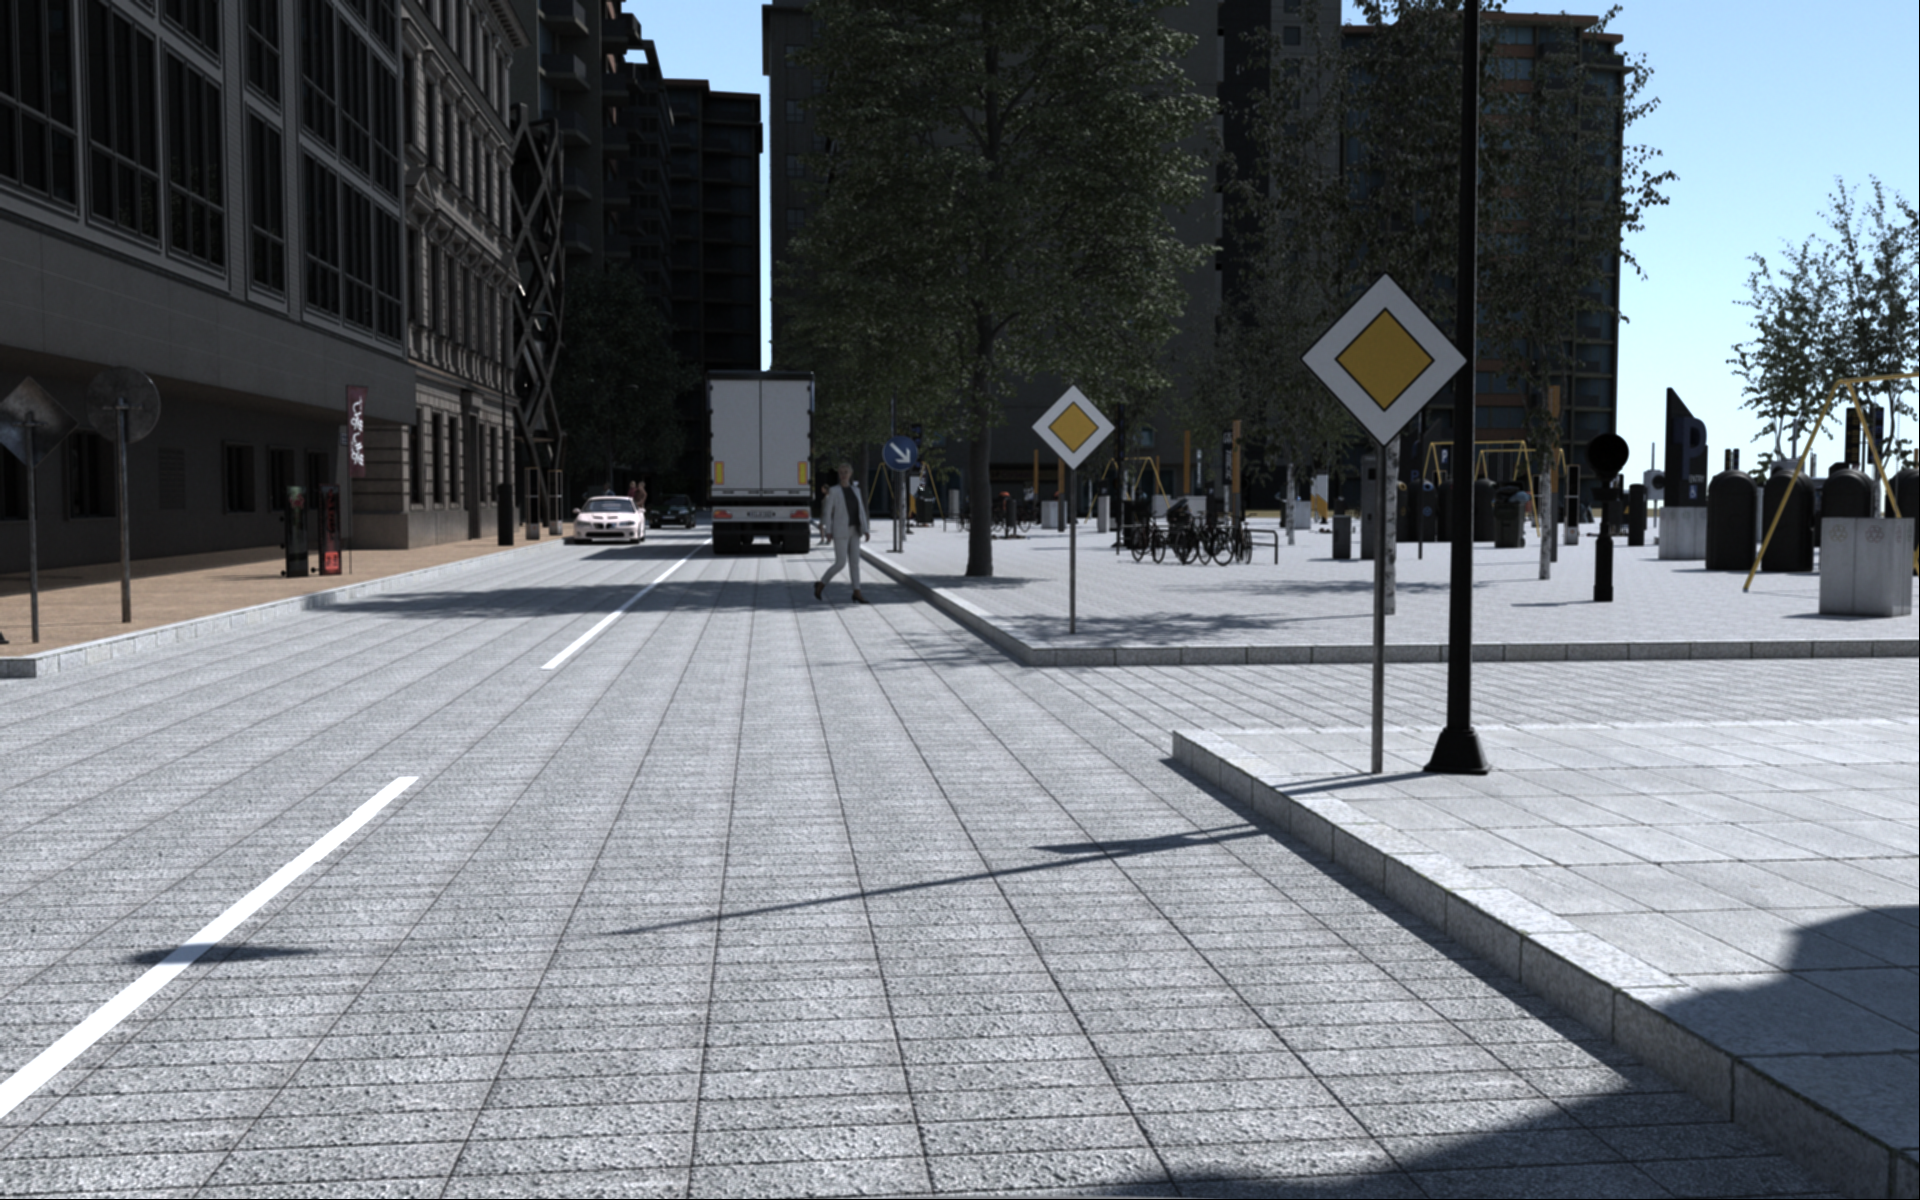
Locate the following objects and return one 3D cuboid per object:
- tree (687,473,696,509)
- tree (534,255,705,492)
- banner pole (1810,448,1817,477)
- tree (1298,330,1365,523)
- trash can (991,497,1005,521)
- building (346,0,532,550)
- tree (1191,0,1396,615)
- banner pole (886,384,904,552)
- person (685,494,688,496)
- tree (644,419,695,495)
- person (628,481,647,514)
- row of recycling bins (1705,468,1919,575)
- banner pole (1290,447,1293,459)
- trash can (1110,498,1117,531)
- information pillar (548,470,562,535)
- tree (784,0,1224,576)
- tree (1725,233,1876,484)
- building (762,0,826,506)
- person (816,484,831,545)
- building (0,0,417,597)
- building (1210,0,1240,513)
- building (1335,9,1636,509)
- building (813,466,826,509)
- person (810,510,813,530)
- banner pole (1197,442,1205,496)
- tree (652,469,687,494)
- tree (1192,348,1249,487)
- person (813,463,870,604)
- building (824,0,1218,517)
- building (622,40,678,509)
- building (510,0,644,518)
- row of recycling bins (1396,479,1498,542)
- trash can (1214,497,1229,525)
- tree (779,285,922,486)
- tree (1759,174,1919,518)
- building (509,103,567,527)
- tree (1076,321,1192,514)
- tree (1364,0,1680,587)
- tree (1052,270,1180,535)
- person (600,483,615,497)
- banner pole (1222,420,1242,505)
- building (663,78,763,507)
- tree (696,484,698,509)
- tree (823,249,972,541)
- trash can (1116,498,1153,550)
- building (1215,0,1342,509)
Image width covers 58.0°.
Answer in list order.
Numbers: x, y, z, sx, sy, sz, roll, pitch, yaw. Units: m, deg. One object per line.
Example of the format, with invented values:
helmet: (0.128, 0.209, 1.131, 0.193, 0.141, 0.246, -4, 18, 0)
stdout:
tree: (-21.808, -8.569, 134.712, 1.663, 3.219, 1.824, 0, 3, 0)
tree: (-17.033, -10.189, 83.591, 9.611, 12.733, 9.660, 0, 3, 0)
banner pole: (46.462, -6.383, 94.385, 0.863, 3.779, 0.401, -3, 5, -40)
tree: (16.092, -7.730, 76.748, 4.737, 8.622, 4.395, 0, 3, 0)
trash can: (1.672, -4.083, 78.414, 0.748, 1.137, 0.748, 0, 3, 0)
building: (-18.412, -11.208, 47.871, 10.561, 19.102, 19.286, 0, 4, -6)
tree: (4.562, -4.165, 18.463, 4.360, 8.622, 3.978, 0, 3, 0)
banner pole: (-1.472, -2.963, 38.455, 0.401, 3.779, 0.863, -1, 4, -9)
person: (-16.764, -5.751, 105.748, 0.599, 1.433, 0.991, 0, 4, -6)
tree: (-21.629, -10.742, 125.995, 4.737, 8.622, 4.395, 0, 3, 0)
person: (-10.056, -2.777, 53.885, 0.580, 1.828, 0.573, -1, 4, -19)
row of recycling bins: (14.140, -1.306, 28.471, 3.534, 1.692, 1.069, 3, 4, 36)
banner pole: (16.010, -5.728, 83.663, 0.401, 3.779, 0.863, 0, 4, 0)
trash can: (5.327, -2.938, 59.693, 0.748, 1.137, 0.748, 0, 3, 0)
information pillar: (-12.574, -3.017, 53.819, 0.304, 2.012, 0.304, 1, 4, 18)
tree: (0.622, -6.665, 27.105, 7.486, 12.596, 7.792, 0, 3, 0)
tree: (24.117, -6.096, 50.037, 4.737, 8.622, 4.395, 0, 3, 0)
building: (-7.603, -36.698, 189.248, 27.495, 52.752, 28.713, 0, 4, -6)
person: (-3.755, -2.392, 48.608, 0.522, 1.701, 0.512, 0, 4, 2)
building: (-17.857, -14.215, 25.924, 14.314, 27.812, 24.014, 0, 4, -6)
building: (3.941, -33.097, 130.380, 28.713, 52.752, 27.495, 0, 4, -6)
building: (46.233, -30.908, 159.973, 28.867, 44.769, 22.147, 0, 4, -6)
building: (-2.712, -43.778, 154.019, 20.563, 71.187, 20.611, 0, 4, -6)
person: (-6.239, -3.698, 69.151, 0.728, 1.800, 0.709, 1, 4, 14)
banner pole: (11.596, -5.715, 83.455, 0.401, 3.779, 0.863, 3, 4, 37)
tree: (-20.471, -7.729, 120.978, 1.663, 3.219, 1.824, 0, 3, 0)
tree: (12.406, -8.327, 86.510, 4.737, 8.622, 4.395, 0, 3, 0)
person: (-1.549, -0.878, 22.734, 0.818, 1.842, 0.514, 2, 4, 31)
building: (2.778, -29.443, 105.089, 21.300, 48.544, 21.600, 0, 4, -6)
building: (-36.470, -27.814, 146.643, 23.993, 40.220, 32.217, 0, 4, -6)
building: (-30.320, -27.374, 102.193, 22.147, 44.769, 28.867, 0, 4, -6)
row of recycling bins: (12.814, -2.418, 46.649, 3.534, 1.692, 1.069, -1, 4, -11)
trash can: (10.989, -3.747, 72.925, 0.748, 1.137, 0.748, 0, 3, 0)
tree: (-4.865, -8.470, 72.896, 7.601, 10.594, 8.767, -1, 4, -20)
tree: (20.641, -5.427, 39.094, 4.360, 8.622, 3.978, 0, 3, 0)
building: (-23.966, -12.178, 66.557, 16.820, 18.784, 16.811, 0, 4, -6)
tree: (6.655, -7.250, 68.896, 4.737, 8.622, 4.395, 0, 3, 0)
tree: (8.558, -4.614, 25.797, 4.360, 8.622, 3.978, 0, 3, 0)
tree: (5.108, -6.354, 54.244, 4.360, 8.622, 3.978, 0, 3, 0)
person: (-11.400, -2.877, 55.729, 0.721, 1.800, 0.419, 1, 4, 18)
banner pole: (9.271, -4.205, 58.774, 0.863, 3.779, 0.401, 2, 4, 28)
building: (-35.206, -32.301, 182.743, 28.867, 44.769, 22.147, 0, 4, -6)
tree: (-23.893, -9.738, 153.817, 1.663, 3.219, 1.824, 0, 3, 0)
tree: (-1.549, -5.906, 46.933, 4.737, 8.622, 4.395, 0, 3, 0)
trash can: (4.102, -1.748, 40.235, 0.748, 1.137, 0.748, 0, 3, 0)
building: (21.441, -44.009, 157.798, 20.611, 71.187, 20.563, 0, 4, -6)
